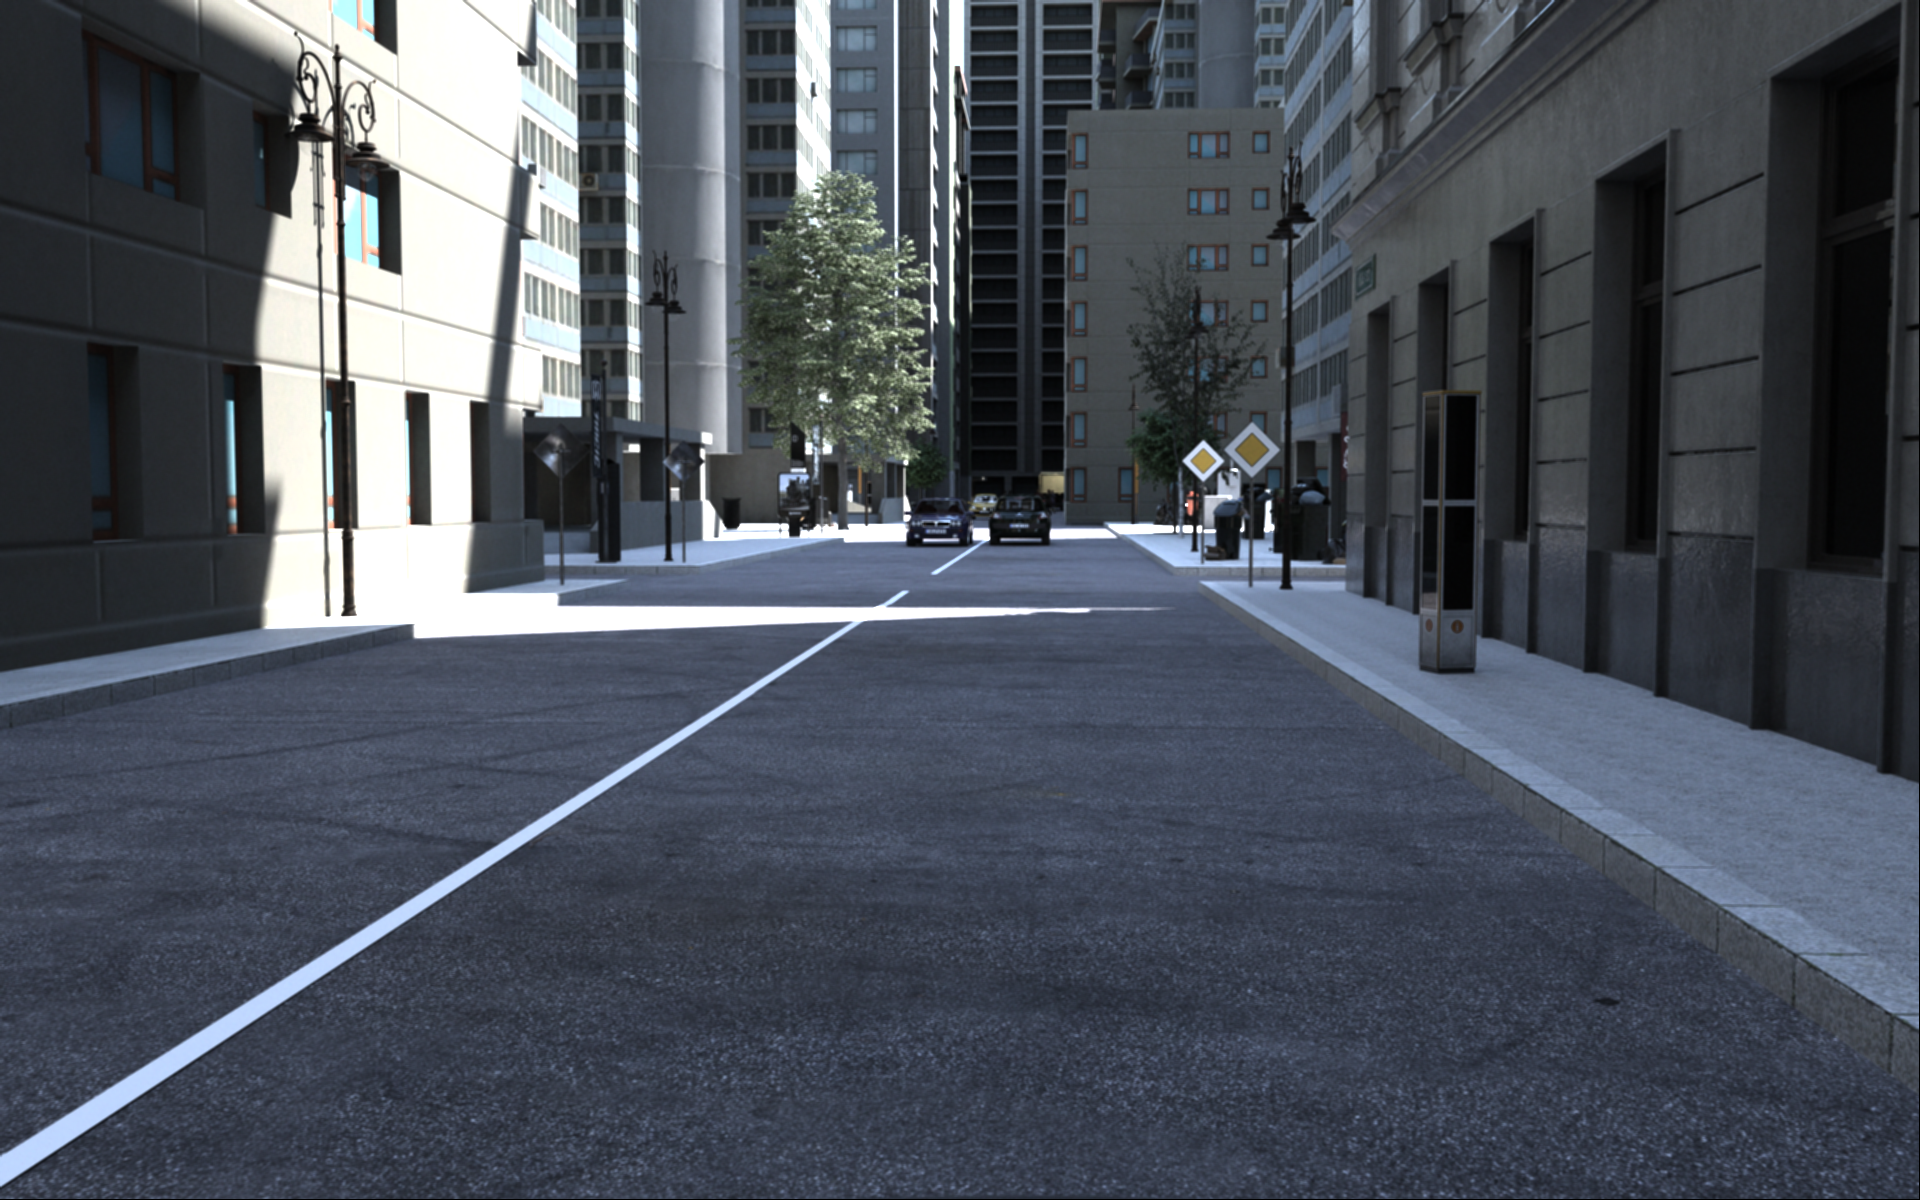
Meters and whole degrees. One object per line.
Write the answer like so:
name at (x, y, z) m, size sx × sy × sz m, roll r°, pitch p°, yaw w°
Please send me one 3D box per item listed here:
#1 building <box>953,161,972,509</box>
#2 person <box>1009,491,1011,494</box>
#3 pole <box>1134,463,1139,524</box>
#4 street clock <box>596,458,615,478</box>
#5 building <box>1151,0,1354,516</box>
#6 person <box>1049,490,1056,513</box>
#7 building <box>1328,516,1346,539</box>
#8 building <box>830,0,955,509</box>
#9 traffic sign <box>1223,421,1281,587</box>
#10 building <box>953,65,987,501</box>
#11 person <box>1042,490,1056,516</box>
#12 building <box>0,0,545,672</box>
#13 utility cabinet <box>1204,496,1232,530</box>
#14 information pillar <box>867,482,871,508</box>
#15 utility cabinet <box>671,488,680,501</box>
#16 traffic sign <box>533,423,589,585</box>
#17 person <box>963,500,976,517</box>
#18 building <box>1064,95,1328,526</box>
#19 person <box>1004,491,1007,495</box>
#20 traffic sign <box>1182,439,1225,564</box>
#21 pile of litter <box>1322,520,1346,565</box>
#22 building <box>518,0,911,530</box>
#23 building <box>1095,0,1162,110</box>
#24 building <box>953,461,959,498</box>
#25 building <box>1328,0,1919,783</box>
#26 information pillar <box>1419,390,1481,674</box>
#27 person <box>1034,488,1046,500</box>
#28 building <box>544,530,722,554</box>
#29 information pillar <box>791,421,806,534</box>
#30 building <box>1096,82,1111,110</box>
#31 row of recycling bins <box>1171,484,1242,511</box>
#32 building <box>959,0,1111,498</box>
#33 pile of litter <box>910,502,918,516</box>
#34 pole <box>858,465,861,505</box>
building at (-6.336, -23.151, 150.218) m, size 14.160 × 30.474 × 14.107 m, roll 0°, pitch 4°, yaw 3°
person at (4.415, -8.630, 150.279) m, size 0.721 × 1.739 × 1.217 m, roll -3°, pitch 5°, yaw -43°
pole at (7.674, -4.975, 75.179) m, size 0.158 × 3.312 × 0.155 m, roll 0°, pitch 3°, yaw 0°
street clock at (-7.201, -1.875, 35.224) m, size 0.471 × 2.002 × 0.358 m, roll -1°, pitch 4°, yaw -19°
building at (26.661, -26.491, 125.010) m, size 32.217 × 40.220 × 23.993 m, roll 0°, pitch 4°, yaw 3°
person at (6.895, -7.333, 129.307) m, size 0.541 × 1.710 × 0.530 m, roll 1°, pitch 4°, yaw 16°
building at (21.589, -21.640, 45.702) m, size 23.993 × 40.220 × 32.217 m, roll 0°, pitch 4°, yaw 3°
building at (-7.788, -26.356, 114.520) m, size 14.154 × 41.232 × 14.086 m, roll 0°, pitch 4°, yaw 3°
traffic sign at (4.010, -1.236, 23.848) m, size 0.795 × 2.450 × 0.064 m, roll 0°, pitch 4°, yaw 3°
building at (-12.176, -31.709, 173.068) m, size 28.867 × 44.769 × 22.147 m, roll 0°, pitch 4°, yaw 3°
person at (5.857, -6.470, 115.006) m, size 1.217 × 1.735 × 0.721 m, roll -2°, pitch 4°, yaw -27°
building at (-21.362, -10.214, 12.043) m, size 28.899 × 21.520 × 27.650 m, roll 0°, pitch 4°, yaw 3°
utility cabinet at (9.188, -3.106, 61.948) m, size 1.020 × 1.237 × 0.306 m, roll 3°, pitch 4°, yaw 36°
information pillar at (-5.471, -6.129, 104.708) m, size 0.304 × 2.012 × 0.304 m, roll 0°, pitch 4°, yaw -5°
utility cabinet at (-11.248, -3.631, 68.045) m, size 1.173 × 1.500 × 0.318 m, roll 1°, pitch 4°, yaw 20°
traffic sign at (-5.618, -1.270, 24.412) m, size 0.795 × 2.450 × 0.064 m, roll 0°, pitch 4°, yaw 3°
person at (0.164, -3.948, 78.542) m, size 0.738 × 1.151 × 1.012 m, roll -2°, pitch 4°, yaw -32°
building at (19.445, -15.100, 91.927) m, size 27.650 × 21.520 × 28.899 m, roll 0°, pitch 4°, yaw 3°
person at (4.418, -9.820, 169.767) m, size 1.217 × 1.736 × 0.721 m, roll 2°, pitch 4°, yaw 29°
traffic sign at (4.462, -1.723, 31.820) m, size 0.795 × 2.450 × 0.064 m, roll 0°, pitch 4°, yaw 3°
pile of litter at (7.425, -1.099, 31.928) m, size 1.719 × 0.858 × 1.176 m, roll -1°, pitch 4°, yaw -10°
building at (-18.960, -23.725, 79.784) m, size 32.217 × 40.220 × 23.993 m, roll 0°, pitch 4°, yaw 3°
building at (23.036, -30.431, 152.169) m, size 22.147 × 44.769 × 28.867 m, roll 0°, pitch 4°, yaw 3°
building at (-10.493, -42.383, 131.214) m, size 20.563 × 71.187 × 20.611 m, roll 0°, pitch 4°, yaw 3°
building at (11.781, -13.693, 0.299) m, size 17.030 × 29.872 × 44.131 m, roll 0°, pitch 4°, yaw 3°
information pillar at (3.518, -0.487, 12.455) m, size 0.304 × 2.012 × 0.304 m, roll -1°, pitch 4°, yaw -12°
person at (5.480, -6.953, 122.141) m, size 1.348 × 1.831 × 0.705 m, roll 1°, pitch 4°, yaw 19°
building at (-23.494, -21.533, 43.941) m, size 32.217 × 40.220 × 23.993 m, roll 0°, pitch 4°, yaw 3°
information pillar at (-5.201, -3.926, 55.549) m, size 0.504 × 3.616 × 0.183 m, roll 1°, pitch 4°, yaw 16°
building at (20.614, -30.018, 174.385) m, size 14.154 × 41.232 × 14.086 m, roll 0°, pitch 4°, yaw 3°
row of recycling bins at (10.540, -3.981, 72.202) m, size 3.534 × 1.692 × 1.069 m, roll 1°, pitch 4°, yaw 11°
building at (11.070, -46.527, 198.965) m, size 20.611 × 71.187 × 20.563 m, roll 0°, pitch 4°, yaw 3°
pile of litter at (-2.395, -5.231, 99.493) m, size 1.719 × 0.858 × 1.176 m, roll -3°, pitch 5°, yaw -43°
pole at (-5.618, -6.309, 96.999) m, size 0.158 × 3.312 × 0.155 m, roll 0°, pitch 3°, yaw 0°
